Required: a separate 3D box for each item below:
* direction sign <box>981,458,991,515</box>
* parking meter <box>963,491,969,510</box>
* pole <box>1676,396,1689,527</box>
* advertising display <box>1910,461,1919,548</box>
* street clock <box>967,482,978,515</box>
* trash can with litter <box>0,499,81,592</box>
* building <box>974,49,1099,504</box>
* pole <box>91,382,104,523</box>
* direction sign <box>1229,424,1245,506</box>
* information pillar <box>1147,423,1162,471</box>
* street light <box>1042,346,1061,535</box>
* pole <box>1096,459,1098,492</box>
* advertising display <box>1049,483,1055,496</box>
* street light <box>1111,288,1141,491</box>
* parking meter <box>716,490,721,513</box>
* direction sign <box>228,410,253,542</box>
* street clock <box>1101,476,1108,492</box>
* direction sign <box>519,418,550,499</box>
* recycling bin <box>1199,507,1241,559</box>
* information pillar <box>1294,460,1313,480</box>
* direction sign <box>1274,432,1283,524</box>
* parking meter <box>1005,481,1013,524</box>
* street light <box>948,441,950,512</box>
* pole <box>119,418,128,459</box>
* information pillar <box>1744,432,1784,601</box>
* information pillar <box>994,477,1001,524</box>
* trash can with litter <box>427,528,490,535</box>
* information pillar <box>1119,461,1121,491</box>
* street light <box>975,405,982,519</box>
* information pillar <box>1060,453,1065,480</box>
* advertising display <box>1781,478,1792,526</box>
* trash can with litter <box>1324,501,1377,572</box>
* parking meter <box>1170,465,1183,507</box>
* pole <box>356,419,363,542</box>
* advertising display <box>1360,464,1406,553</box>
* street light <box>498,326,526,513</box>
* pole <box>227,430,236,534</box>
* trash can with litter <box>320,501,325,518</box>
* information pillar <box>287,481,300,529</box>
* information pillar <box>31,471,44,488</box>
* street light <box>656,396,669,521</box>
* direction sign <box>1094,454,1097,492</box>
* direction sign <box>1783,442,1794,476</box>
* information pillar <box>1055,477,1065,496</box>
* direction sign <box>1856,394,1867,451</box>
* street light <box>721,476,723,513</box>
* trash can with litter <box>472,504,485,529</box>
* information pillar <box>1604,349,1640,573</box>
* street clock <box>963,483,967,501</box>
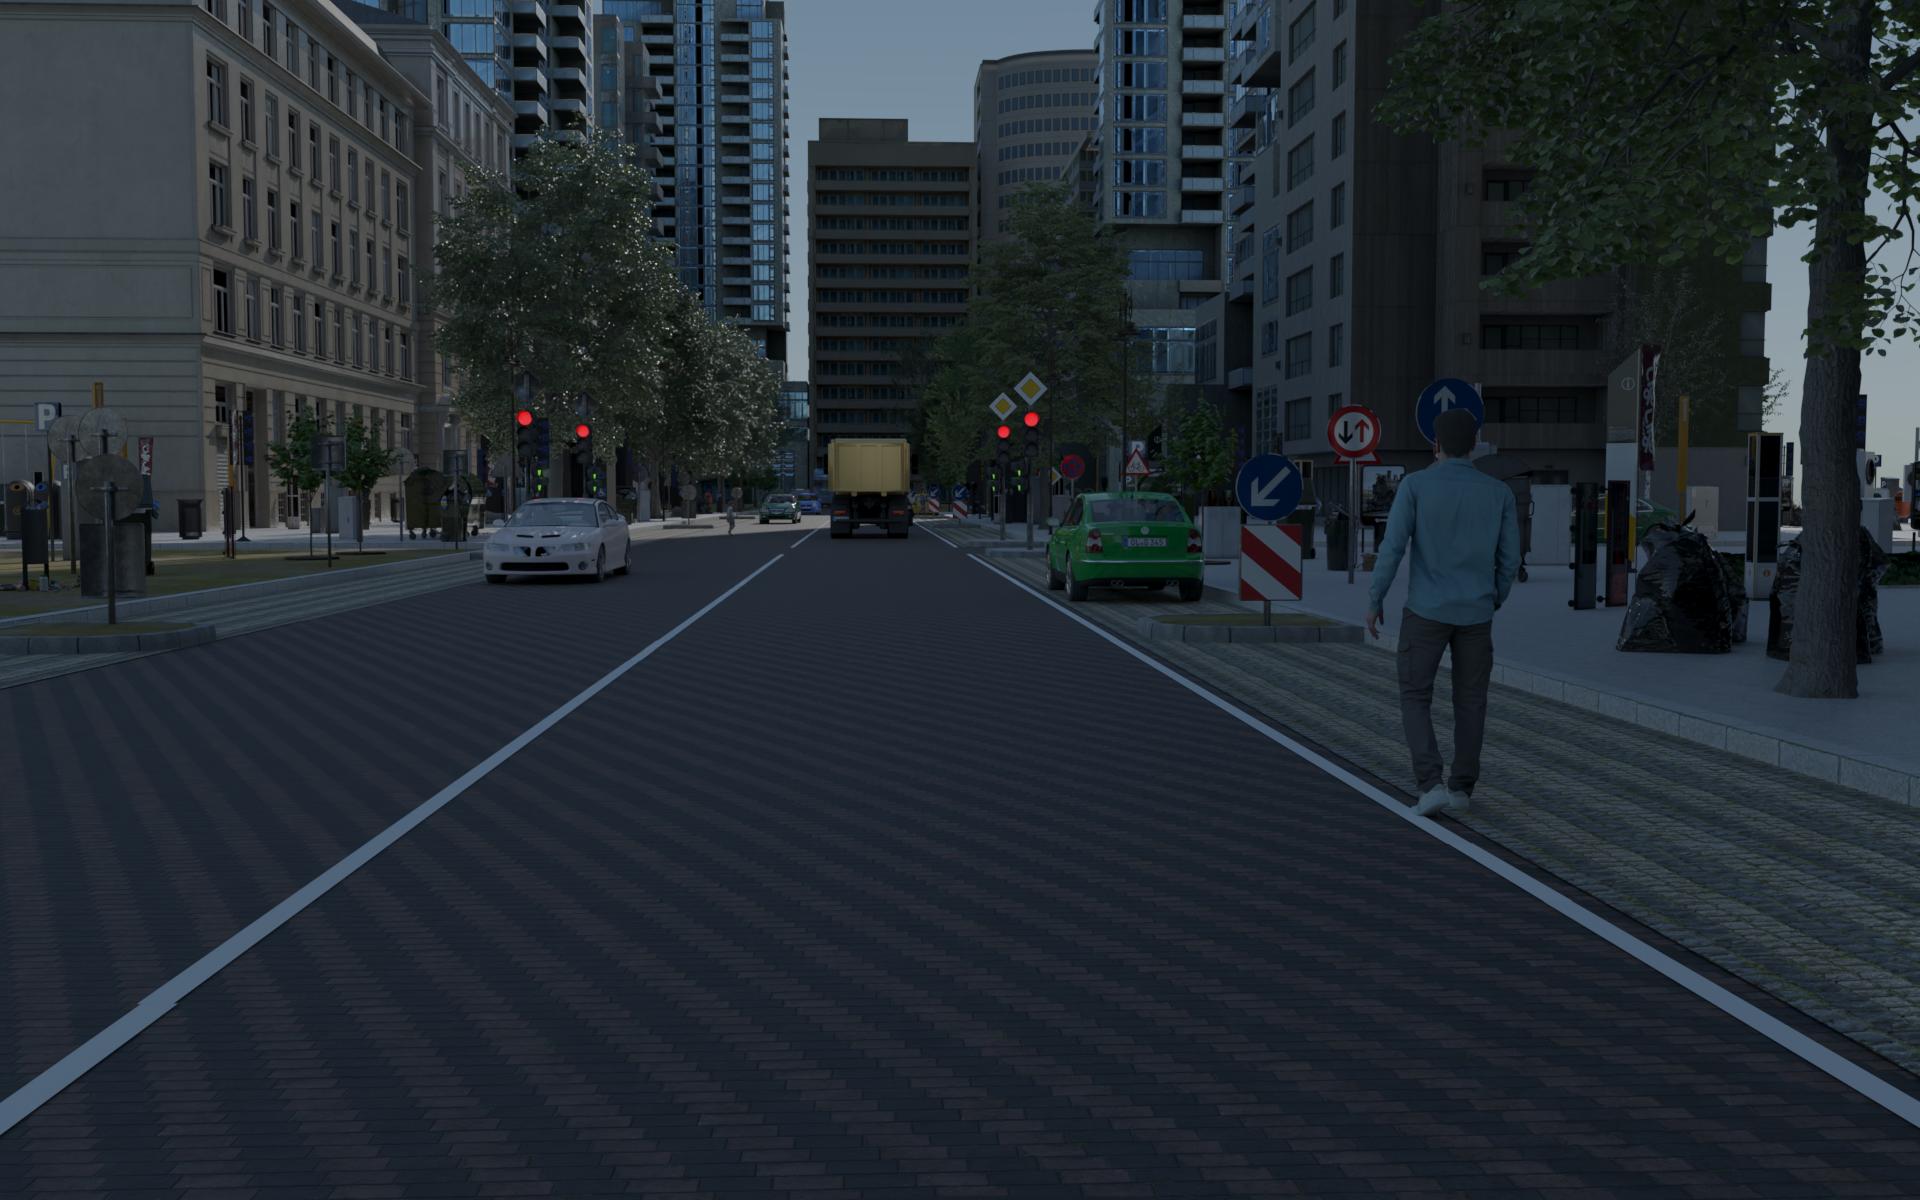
[{"bbox_3d":[1.594,-7.141,108.746,0.876,3.537,0.379,2,4,28],"label":"direction sign"},{"bbox_3d":[0.411,-6.373,112.607,0.372,1.533,0.369,0,3,0],"label":"parking meter"},{"bbox_3d":[15.068,-2.587,36.133,0.158,3.312,0.155,0,3,0],"label":"pole"},{"bbox_3d":[18.979,-1.735,33.588,0.974,1.923,0.123,1,4,8],"label":"advertising display"},{"bbox_3d":[0.861,-6.326,108.002,0.471,2.002,0.358,-3,4,-36],"label":"street clock"},{"bbox_3d":[-12.297,-0.770,23.643,1.678,1.210,2.233,0,4,2],"label":"trash can with litter"},{"bbox_3d":[16.417,-41.958,228.018,28.212,58.520,21.231,0,4,-3],"label":"building"},{"bbox_3d":[-15.734,-2.315,31.688,0.158,3.312,0.155,0,3,0],"label":"pole"},{"bbox_3d":[9.016,-3.944,56.478,0.379,3.537,0.876,-2,4,-25],"label":"direction sign"},{"bbox_3d":[6.422,-4.021,57.098,0.504,3.616,0.183,0,4,-5],"label":"information pillar"},{"bbox_3d":[2.852,-4.986,54.313,0.468,5.910,1.993,0,4,-3],"label":"street light"},{"bbox_3d":[7.954,-6.560,101.105,0.158,3.312,0.155,0,3,0],"label":"pole"},{"bbox_3d":[4.088,-4.538,79.404,0.123,1.923,0.974,-2,4,-26],"label":"advertising display"},{"bbox_3d":[3.721,-4.054,39.074,0.468,5.910,1.993,0,4,-3],"label":"street light"},{"bbox_3d":[-16.662,-6.804,119.650,0.372,1.533,0.369,0,3,0],"label":"parking meter"},{"bbox_3d":[-19.421,-3.354,46.841,0.379,3.537,0.876,1,4,18],"label":"direction sign"},{"bbox_3d":[5.905,-4.054,70.855,0.358,2.002,0.471,0,4,-2],"label":"street clock"},{"bbox_3d":[-12.600,-3.626,51.280,0.876,3.537,0.379,-1,4,-18],"label":"direction sign"},{"bbox_3d":[5.186,-1.351,34.636,0.722,1.027,0.722,0,4,-2],"label":"recycling bin"},{"bbox_3d":[7.409,-2.015,37.430,0.304,2.012,0.304,-1,4,-19],"label":"information pillar"},{"bbox_3d":[11.770,-4.409,64.087,0.379,3.537,0.876,0,4,-8],"label":"direction sign"},{"bbox_3d":[2.083,-4.240,75.032,0.399,1.863,0.255,3,5,41],"label":"parking meter"},{"bbox_3d":[-0.768,-9.158,122.516,0.468,5.910,1.993,0,4,-3],"label":"street light"},{"bbox_3d":[-22.435,-3.219,46.467,0.158,3.312,0.155,0,3,0],"label":"pole"},{"bbox_3d":[9.661,-0.999,20.823,0.304,2.012,0.304,0,4,4],"label":"information pillar"},{"bbox_3d":[1.643,-4.217,73.437,0.304,2.012,0.304,-3,5,-44],"label":"information pillar"},{"bbox_3d":[-16.162,-2.725,55.614,2.233,1.210,1.678,-2,4,-30],"label":"trash can with litter"},{"bbox_3d":[11.331,-8.049,122.961,0.183,3.616,0.504,0,4,-2],"label":"information pillar"},{"bbox_3d":[1.022,-7.077,88.503,0.468,5.910,1.993,0,4,-3],"label":"street light"},{"bbox_3d":[5.897,-6.626,99.685,0.183,3.616,0.504,2,4,34],"label":"information pillar"},{"bbox_3d":[32.496,-3.888,68.779,0.974,1.923,0.123,3,5,42],"label":"advertising display"},{"bbox_3d":[6.629,-1.076,28.985,1.055,1.170,0.624,2,4,25],"label":"trash can with litter"},{"bbox_3d":[4.363,-1.788,34.951,0.255,1.863,0.399,1,4,10],"label":"parking meter"},{"bbox_3d":[-16.011,-3.197,46.117,0.158,3.312,0.155,0,3,0],"label":"pole"},{"bbox_3d":[9.215,-1.991,37.765,0.974,1.923,0.123,0,4,-1],"label":"advertising display"},{"bbox_3d":[-12.320,-4.586,47.761,0.468,5.910,1.993,0,4,-3],"label":"street light"},{"bbox_3d":[-23.269,-3.760,55.323,0.158,3.312,0.155,0,3,0],"label":"pole"},{"bbox_3d":[-24.400,-3.377,66.602,0.624,1.170,1.055,2,4,24],"label":"trash can with litter"},{"bbox_3d":[-24.214,-3.571,62.877,0.304,2.012,0.304,2,4,34],"label":"information pillar"},{"bbox_3d":[-28.989,-3.057,54.474,0.304,2.012,0.304,-3,4,-37],"label":"information pillar"},{"bbox_3d":[-13.995,-6.658,81.648,0.468,5.910,1.993,0,4,-3],"label":"street light"},{"bbox_3d":[7.676,-6.492,98.143,0.379,3.537,0.876,1,4,10],"label":"direction sign"},{"bbox_3d":[35.920,-5.111,75.554,0.379,3.537,0.876,-2,4,-32],"label":"direction sign"},{"bbox_3d":[5.197,-5.165,88.940,0.304,2.012,0.304,1,4,22],"label":"information pillar"},{"bbox_3d":[20.101,-2.895,39.326,0.876,3.537,0.379,0,4,0],"label":"direction sign"},{"bbox_3d":[-15.920,-8.730,115.522,0.468,5.910,1.993,0,4,-3],"label":"street light"},{"bbox_3d":[-17.759,-3.193,63.600,0.624,1.170,1.055,-1,4,-20],"label":"trash can with litter"},{"bbox_3d":[10.795,-2.255,28.217,0.504,3.616,0.183,3,4,38],"label":"information pillar"},{"bbox_3d":[0.422,-6.443,109.920,0.471,2.002,0.358,-1,4,-12],"label":"street clock"}]
